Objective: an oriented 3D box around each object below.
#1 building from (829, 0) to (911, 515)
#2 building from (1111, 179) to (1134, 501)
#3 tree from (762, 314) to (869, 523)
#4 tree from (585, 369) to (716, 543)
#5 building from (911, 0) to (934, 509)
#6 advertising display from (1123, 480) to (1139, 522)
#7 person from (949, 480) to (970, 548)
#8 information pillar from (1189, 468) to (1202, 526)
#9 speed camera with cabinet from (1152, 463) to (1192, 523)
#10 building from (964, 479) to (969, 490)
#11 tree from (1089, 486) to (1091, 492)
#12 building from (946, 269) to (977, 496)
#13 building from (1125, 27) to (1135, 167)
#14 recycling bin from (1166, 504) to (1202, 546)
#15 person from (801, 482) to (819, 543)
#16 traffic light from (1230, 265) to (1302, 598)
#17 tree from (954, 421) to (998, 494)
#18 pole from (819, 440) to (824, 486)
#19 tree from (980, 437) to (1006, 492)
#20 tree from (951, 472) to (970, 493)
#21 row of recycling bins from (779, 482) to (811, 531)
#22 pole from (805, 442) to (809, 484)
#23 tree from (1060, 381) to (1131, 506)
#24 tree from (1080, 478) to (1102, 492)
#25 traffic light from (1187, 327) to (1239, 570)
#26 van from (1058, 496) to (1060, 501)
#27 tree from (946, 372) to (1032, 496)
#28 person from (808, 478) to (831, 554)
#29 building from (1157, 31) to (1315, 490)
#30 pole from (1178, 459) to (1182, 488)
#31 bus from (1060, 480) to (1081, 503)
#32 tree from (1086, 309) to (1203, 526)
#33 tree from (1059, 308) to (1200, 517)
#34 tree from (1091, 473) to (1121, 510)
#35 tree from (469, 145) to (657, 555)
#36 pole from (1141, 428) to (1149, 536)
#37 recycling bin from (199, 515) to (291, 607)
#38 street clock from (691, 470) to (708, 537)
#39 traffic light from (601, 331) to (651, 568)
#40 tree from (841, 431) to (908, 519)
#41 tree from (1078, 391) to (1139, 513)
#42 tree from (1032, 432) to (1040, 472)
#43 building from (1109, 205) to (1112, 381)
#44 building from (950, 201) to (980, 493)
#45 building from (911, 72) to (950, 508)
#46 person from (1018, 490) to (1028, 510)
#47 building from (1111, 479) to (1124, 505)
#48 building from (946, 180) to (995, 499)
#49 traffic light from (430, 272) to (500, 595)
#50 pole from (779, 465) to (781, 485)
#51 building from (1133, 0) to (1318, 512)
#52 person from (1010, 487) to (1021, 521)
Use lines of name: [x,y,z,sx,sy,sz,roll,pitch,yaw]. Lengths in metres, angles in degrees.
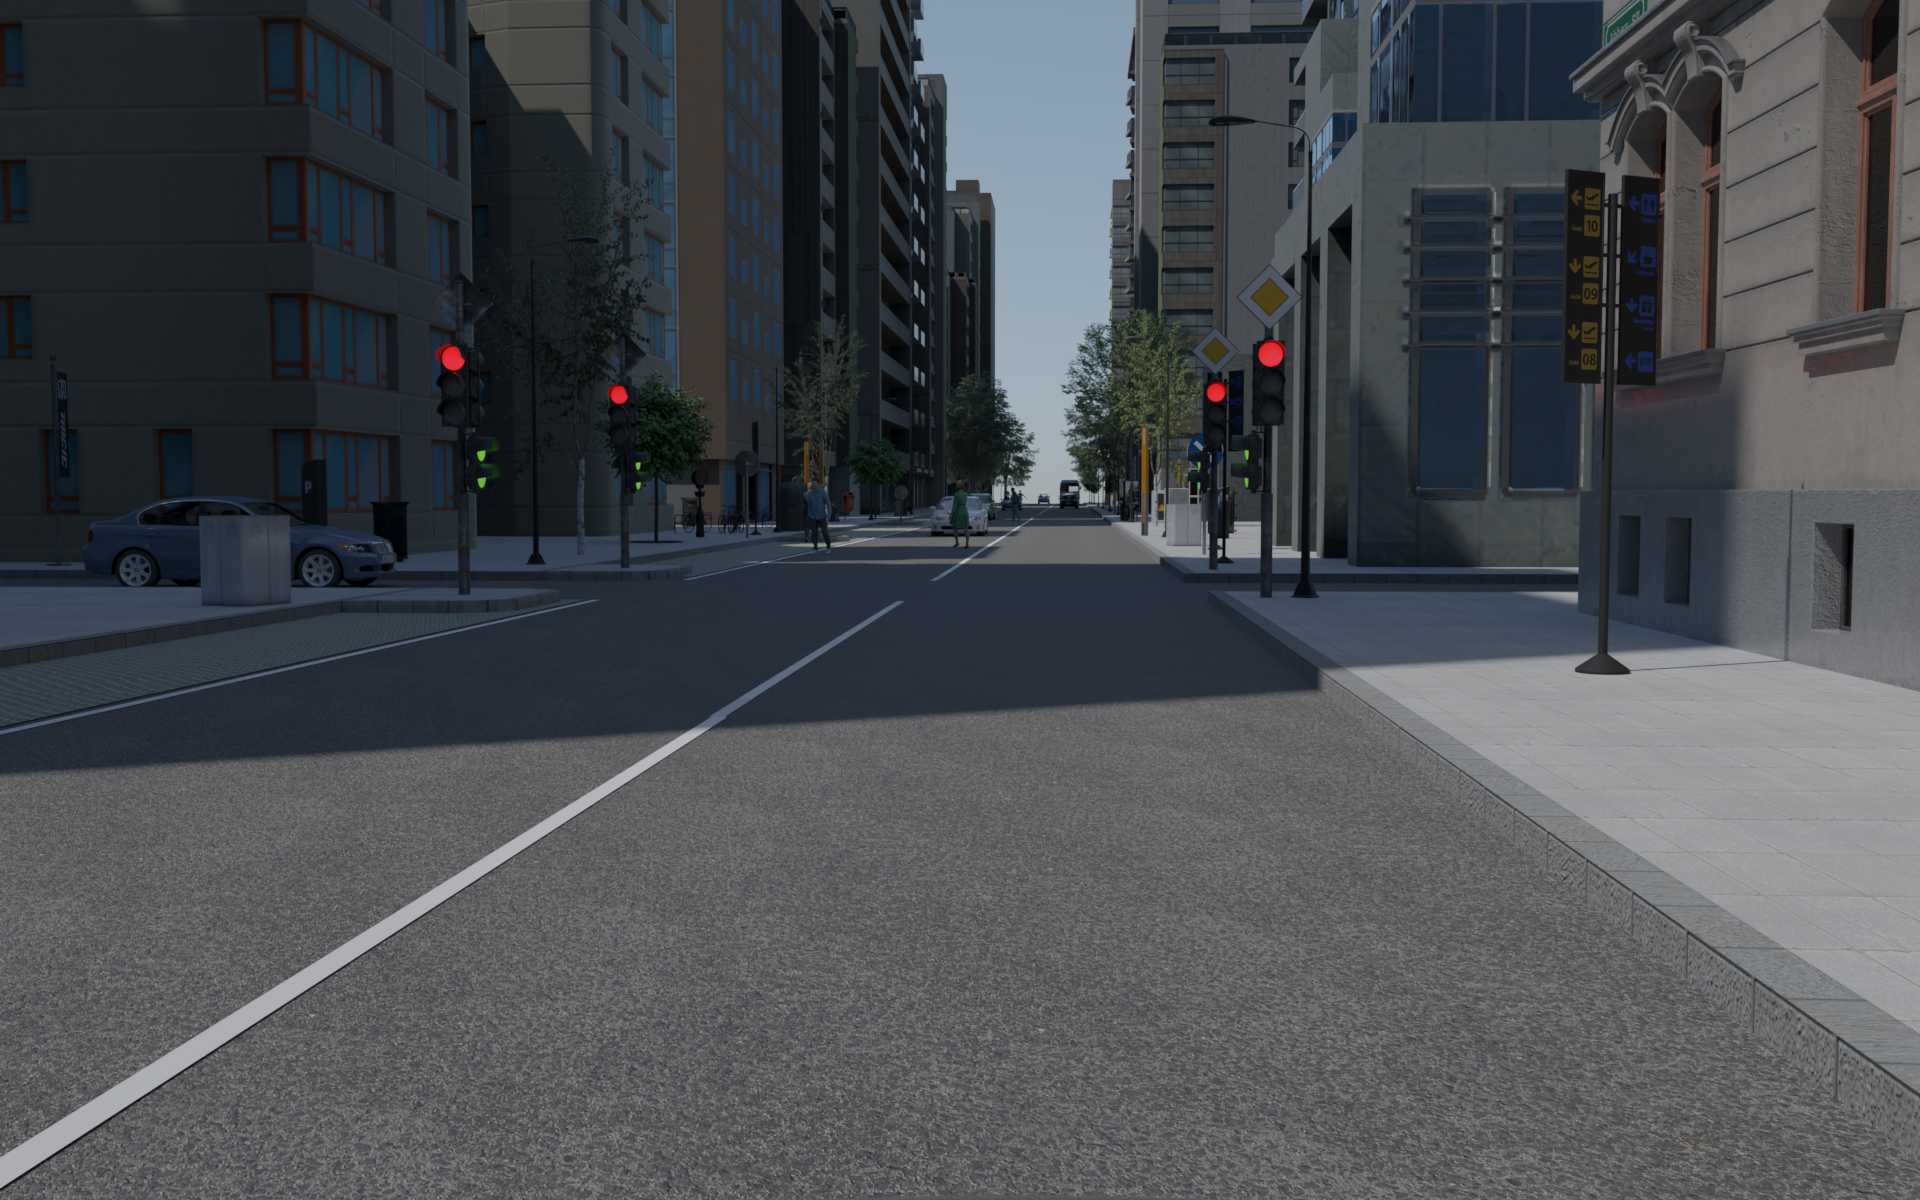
building: [-14.862,-30.111,116.019,21.300,48.544,21.600,0,4,4]
building: [26.786,-33.225,226.819,14.154,41.232,14.086,0,4,4]
tree: [-5.677,-7.370,70.861,4.360,8.622,3.978,0,3,0]
tree: [-8.127,-3.794,45.738,4.285,4.588,4.351,0,3,0]
building: [-14.666,-31.952,142.023,23.786,49.044,30.456,0,4,4]
advertising display: [7.974,-4.620,80.751,0.974,1.923,0.123,-3,5,-42]
person: [0.017,-2.259,45.679,0.529,1.795,0.600,3,5,43]
information pillar: [6.713,-2.748,49.428,0.304,2.012,0.304,2,4,24]
speed camera with cabinet: [9.563,-5.052,76.940,2.038,3.252,0.660,1,4,11]
building: [-15.194,-31.315,203.876,32.217,40.220,23.993,0,4,4]
tree: [17.183,-13.876,221.469,1.663,3.219,1.824,0,3,0]
building: [-5.149,-27.577,222.585,14.160,30.474,14.107,0,4,4]
building: [26.690,-31.034,162.028,22.147,44.769,28.867,0,4,4]
recycling bin: [5.534,-1.851,42.812,0.722,1.027,0.722,0,4,-8]
person: [-4.355,-2.557,50.733,0.576,1.772,0.534,0,4,-6]
traffic light: [3.778,-1.985,21.378,0.839,4.253,0.868,0,4,4]
tree: [1.469,-13.510,171.242,4.360,8.622,3.978,0,3,0]
pole: [-5.209,-4.362,65.168,0.158,3.312,0.155,0,3,0]
tree: [3.279,-15.592,205.288,4.737,8.622,4.395,0,3,0]
tree: [-0.142,-9.726,153.619,1.663,3.219,1.824,0,3,0]
row of recycling bins: [-5.751,-3.299,61.053,1.069,1.692,3.534,0,4,4]
pole: [-5.940,-4.491,67.263,0.158,3.312,0.155,0,3,0]
tree: [15.997,-17.305,189.583,9.857,13.997,8.962,0,3,0]
tree: [19.368,-16.645,255.851,4.285,4.588,4.351,0,3,0]
traffic light: [4.290,-2.473,29.347,0.839,4.253,0.868,0,4,4]
van: [14.914,-14.563,245.109,2.013,2.044,4.112,0,4,2]
tree: [1.062,-16.721,180.051,9.857,13.997,8.962,0,3,0]
person: [-3.342,-2.018,41.506,0.660,1.820,0.620,1,4,21]
building: [19.813,-20.830,112.273,14.160,30.474,14.107,0,4,4]
pole: [12.778,-6.537,100.721,0.158,3.312,0.155,0,3,0]
bus: [14.571,-14.334,229.221,2.948,3.499,13.247,0,4,4]
tree: [7.776,-7.225,68.493,4.737,8.622,4.395,0,3,0]
tree: [9.402,-10.376,95.400,9.928,11.665,9.643,0,3,0]
tree: [12.206,-9.033,142.283,1.663,3.219,1.824,0,3,0]
tree: [-8.201,-5.283,36.739,4.360,8.622,3.978,0,3,0]
pole: [5.679,-3.628,53.155,0.158,3.312,0.155,0,3,0]
recycling bin: [-8.306,-0.464,20.141,0.722,1.027,0.722,2,4,25]
street clock: [-7.693,-2.853,51.220,0.471,2.002,0.358,-3,5,-42]
traffic light: [-5.802,-2.511,29.976,0.839,4.253,0.868,0,4,4]
tree: [-4.444,-6.504,90.048,4.285,4.588,4.351,0,3,0]
tree: [10.028,-10.029,114.331,4.360,8.622,3.978,0,3,0]
tree: [7.088,-21.888,264.528,9.857,13.997,8.962,0,3,0]
building: [32.470,-36.286,247.897,22.147,44.769,28.867,0,4,4]
building: [-4.604,-33.806,236.321,14.154,41.232,14.086,0,4,4]
building: [-8.706,-29.392,164.155,14.154,41.232,14.086,0,4,4]
person: [5.593,-9.309,160.705,1.348,1.824,0.705,-1,4,-9]
building: [34.205,-31.496,206.835,32.217,40.220,23.993,0,4,4]
building: [-2.112,-36.726,250.576,14.600,45.320,14.200,0,4,4]
traffic light: [-6.313,-2.024,22.008,0.839,4.253,0.868,0,4,4]
pole: [-8.914,-5.595,85.324,0.158,3.312,0.155,0,3,0]
building: [23.892,-36.105,132.320,21.231,58.520,28.212,0,4,4]
person: [2.858,-5.026,91.019,0.721,1.781,0.623,-1,4,-23]
